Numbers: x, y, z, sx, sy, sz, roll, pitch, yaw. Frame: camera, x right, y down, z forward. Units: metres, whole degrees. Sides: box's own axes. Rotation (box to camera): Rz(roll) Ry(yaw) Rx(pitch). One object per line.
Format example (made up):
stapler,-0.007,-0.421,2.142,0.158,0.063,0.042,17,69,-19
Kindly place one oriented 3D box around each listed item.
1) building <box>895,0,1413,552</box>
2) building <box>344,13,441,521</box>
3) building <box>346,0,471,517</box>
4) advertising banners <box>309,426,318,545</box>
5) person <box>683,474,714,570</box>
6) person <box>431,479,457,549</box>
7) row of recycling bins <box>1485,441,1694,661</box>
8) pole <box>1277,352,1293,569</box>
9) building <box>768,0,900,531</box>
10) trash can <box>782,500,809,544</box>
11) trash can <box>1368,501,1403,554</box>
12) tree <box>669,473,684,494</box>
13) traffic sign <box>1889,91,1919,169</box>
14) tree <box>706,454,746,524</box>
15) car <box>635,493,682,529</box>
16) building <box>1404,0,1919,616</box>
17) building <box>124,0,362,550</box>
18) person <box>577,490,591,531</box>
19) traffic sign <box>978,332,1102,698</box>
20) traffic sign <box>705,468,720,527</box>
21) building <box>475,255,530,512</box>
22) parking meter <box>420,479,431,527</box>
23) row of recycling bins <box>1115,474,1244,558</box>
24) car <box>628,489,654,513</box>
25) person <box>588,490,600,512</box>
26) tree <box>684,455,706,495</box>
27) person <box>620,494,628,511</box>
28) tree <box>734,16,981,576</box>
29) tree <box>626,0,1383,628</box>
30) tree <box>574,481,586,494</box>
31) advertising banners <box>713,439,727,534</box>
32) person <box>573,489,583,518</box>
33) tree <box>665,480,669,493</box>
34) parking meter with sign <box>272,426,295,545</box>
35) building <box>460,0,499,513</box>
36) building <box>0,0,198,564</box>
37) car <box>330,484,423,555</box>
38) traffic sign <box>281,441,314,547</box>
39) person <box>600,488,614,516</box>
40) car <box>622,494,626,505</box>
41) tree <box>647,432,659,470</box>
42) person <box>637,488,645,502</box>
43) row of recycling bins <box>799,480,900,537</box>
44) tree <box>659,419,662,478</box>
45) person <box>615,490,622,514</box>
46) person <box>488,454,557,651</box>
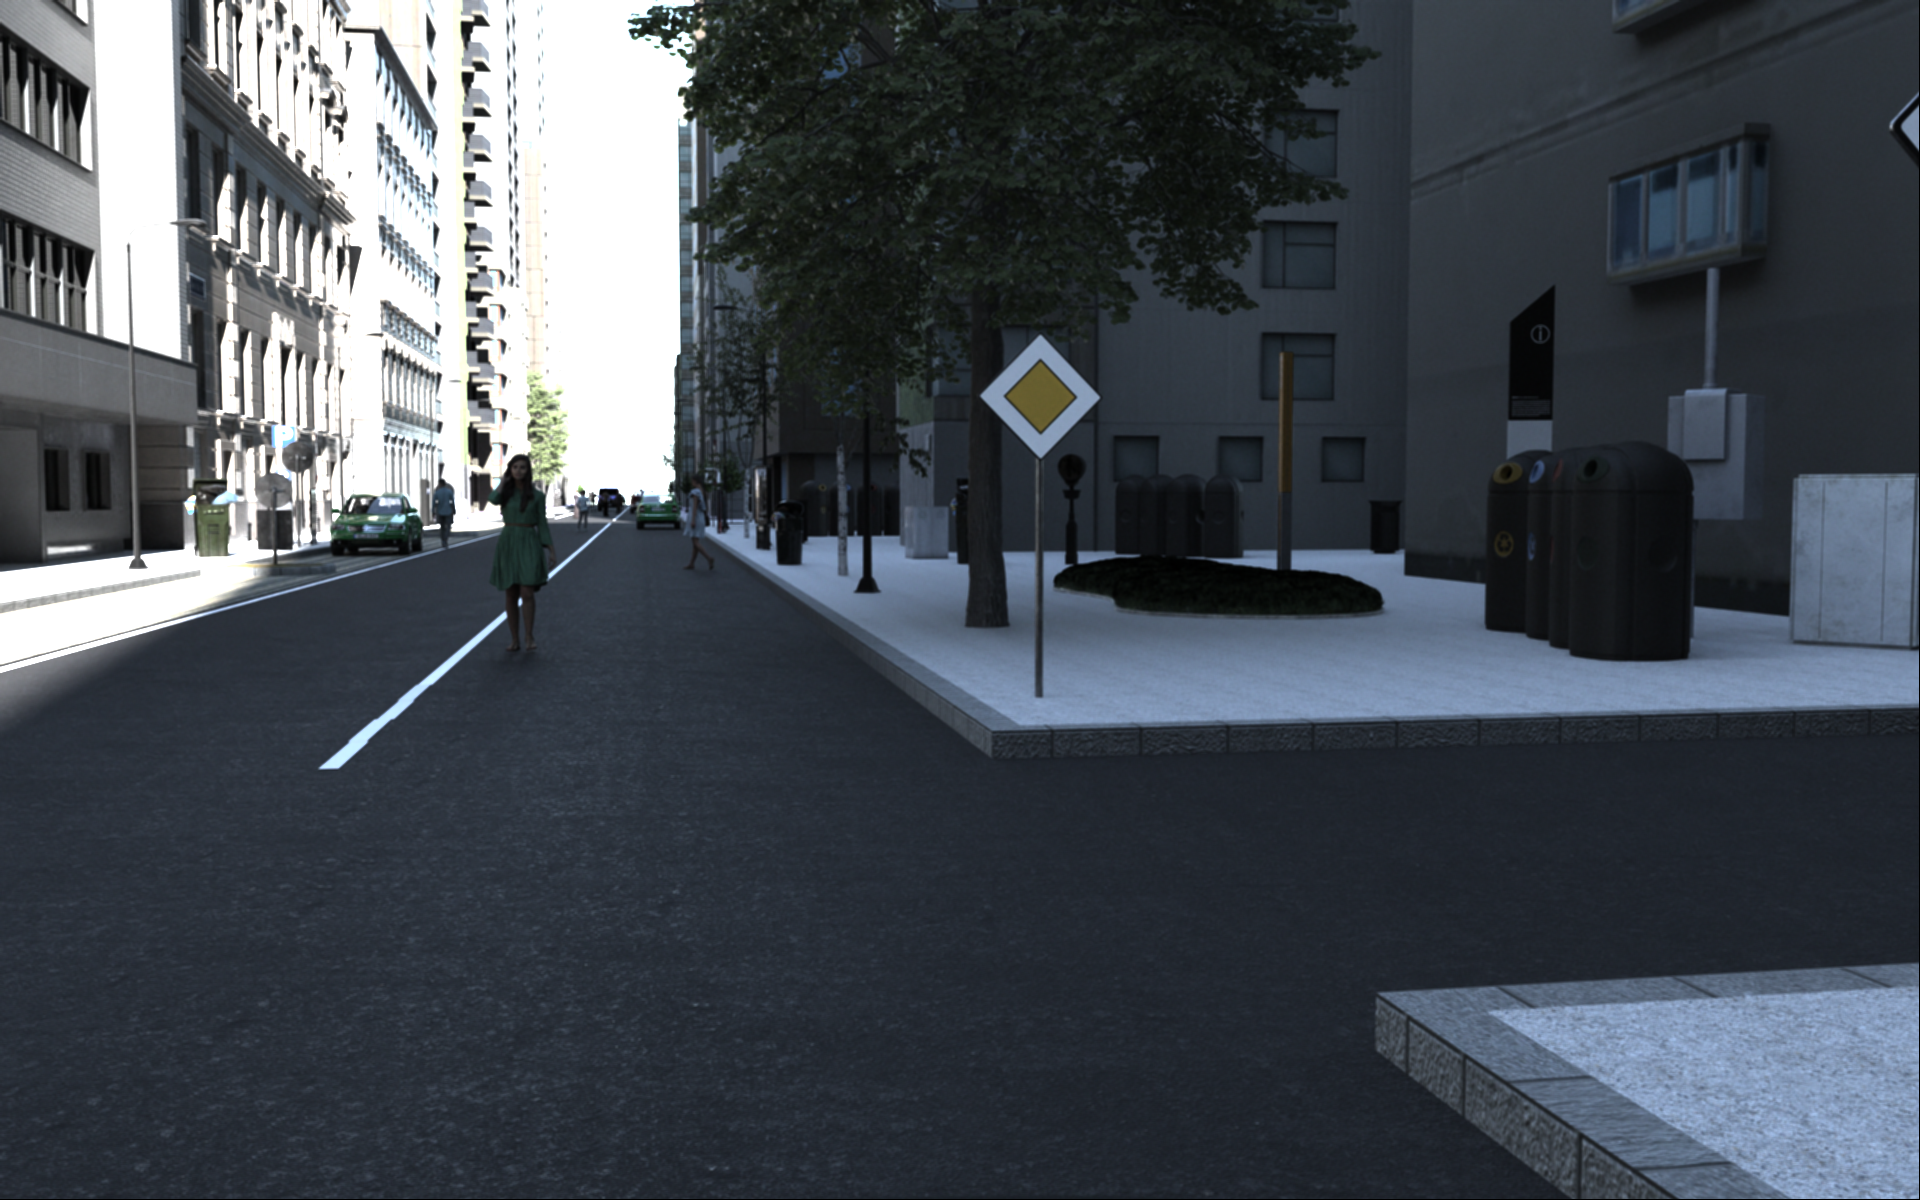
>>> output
building,5.100,-22.100,44.937,14.154,41.232,14.086,-1,4,-10
building,-27.770,-13.652,72.358,9.793,20.994,18.267,-1,4,-10
building,-33.098,-24.724,87.835,14.154,41.232,14.086,-1,4,-10
advertising banners,-16.522,-2.943,44.308,0.090,3.025,2.074,-1,4,-15
person,-4.918,-1.478,32.762,0.778,1.811,0.616,2,4,31
person,-13.658,-2.286,45.732,0.638,1.841,0.748,0,4,4
row of recycling bins,5.386,-0.480,14.959,1.069,1.692,3.534,0,4,3
pole,4.688,-1.904,24.975,0.158,3.312,0.155,0,3,0
building,-0.667,-25.451,66.229,14.600,45.320,14.200,-1,4,-10
trash can,-4.258,-2.036,44.943,0.748,1.137,0.748,0,3,0
trash can,9.186,-1.576,37.426,0.748,1.137,0.748,0,3,0
tree,-21.742,-8.732,137.377,1.663,3.219,1.824,0,3,0
traffic sign,1.929,0.038,3.016,0.795,2.450,0.064,-1,4,-10
tree,-9.991,-4.899,74.704,1.663,3.219,1.824,0,3,0
car,-12.574,-3.883,72.279,1.959,1.807,4.718,-1,4,-9
building,18.119,-24.449,23.449,21.600,48.544,21.300,-1,4,-10
building,-25.547,-15.450,49.873,12.463,27.353,25.104,-1,4,-10
person,-14.677,-3.504,67.593,0.589,1.601,0.330,1,4,8
traffic sign,0.496,-0.442,10.872,0.795,2.450,0.064,-1,4,-10
traffic sign,-9.607,-3.993,67.412,0.606,2.300,0.079,0,4,-2
building,-49.349,-17.882,137.404,27.650,21.520,28.899,-1,4,-10
parking meter,-20.710,-3.754,67.091,0.255,1.863,0.399,0,4,7
row of recycling bins,4.497,-1.761,35.904,1.069,1.692,3.534,-2,4,-35
car,-23.772,-7.434,130.220,2.281,1.827,5.304,-1,4,-10
person,-29.170,-7.863,137.768,1.217,1.736,0.721,-1,4,-17
tree,-12.780,-5.623,86.534,1.663,3.219,1.824,0,3,0
person,-28.142,-8.088,143.996,1.065,1.426,0.557,0,4,-3
tree,-1.658,-4.678,26.852,4.360,8.622,3.978,0,3,0
tree,0.554,-5.995,16.143,7.486,12.596,7.792,0,3,0
tree,-52.704,-15.000,239.844,1.663,3.219,1.824,0,3,0
advertising banners,-7.821,-3.680,56.357,0.090,3.025,2.074,0,4,3
person,-22.544,-5.694,102.405,0.742,1.727,0.445,0,4,3
tree,-31.987,-12.055,191.705,1.663,3.219,1.824,0,3,0
parking meter with sign,-16.990,-2.887,43.471,0.543,3.016,1.738,-1,4,-18
building,-41.176,-27.748,108.306,22.147,44.769,28.867,-1,4,-10
building,-21.185,-12.425,22.212,14.314,24.678,30.058,-1,4,-10
car,-14.027,-2.015,41.742,1.959,1.807,4.718,-1,4,-12
traffic sign,-15.951,-2.545,41.717,0.768,2.556,0.104,0,4,-2
person,-22.771,-6.298,111.476,1.348,1.823,0.705,3,5,41
car,-45.959,-13.754,233.676,1.959,1.807,4.718,-1,4,-12
tree,-27.823,-13.265,167.245,4.360,8.622,3.978,0,3,0
person,-21.647,-6.660,117.261,0.599,1.838,0.709,1,4,12
row of recycling bins,-3.219,-2.811,53.074,3.534,1.692,1.069,-1,4,-22
tree,-6.223,-6.127,50.540,4.360,8.622,3.978,0,3,0
person,-25.024,-7.198,126.736,0.434,1.755,0.990,-3,4,-39
person,-3.995,-0.430,15.780,0.600,1.795,0.529,-1,4,-18
